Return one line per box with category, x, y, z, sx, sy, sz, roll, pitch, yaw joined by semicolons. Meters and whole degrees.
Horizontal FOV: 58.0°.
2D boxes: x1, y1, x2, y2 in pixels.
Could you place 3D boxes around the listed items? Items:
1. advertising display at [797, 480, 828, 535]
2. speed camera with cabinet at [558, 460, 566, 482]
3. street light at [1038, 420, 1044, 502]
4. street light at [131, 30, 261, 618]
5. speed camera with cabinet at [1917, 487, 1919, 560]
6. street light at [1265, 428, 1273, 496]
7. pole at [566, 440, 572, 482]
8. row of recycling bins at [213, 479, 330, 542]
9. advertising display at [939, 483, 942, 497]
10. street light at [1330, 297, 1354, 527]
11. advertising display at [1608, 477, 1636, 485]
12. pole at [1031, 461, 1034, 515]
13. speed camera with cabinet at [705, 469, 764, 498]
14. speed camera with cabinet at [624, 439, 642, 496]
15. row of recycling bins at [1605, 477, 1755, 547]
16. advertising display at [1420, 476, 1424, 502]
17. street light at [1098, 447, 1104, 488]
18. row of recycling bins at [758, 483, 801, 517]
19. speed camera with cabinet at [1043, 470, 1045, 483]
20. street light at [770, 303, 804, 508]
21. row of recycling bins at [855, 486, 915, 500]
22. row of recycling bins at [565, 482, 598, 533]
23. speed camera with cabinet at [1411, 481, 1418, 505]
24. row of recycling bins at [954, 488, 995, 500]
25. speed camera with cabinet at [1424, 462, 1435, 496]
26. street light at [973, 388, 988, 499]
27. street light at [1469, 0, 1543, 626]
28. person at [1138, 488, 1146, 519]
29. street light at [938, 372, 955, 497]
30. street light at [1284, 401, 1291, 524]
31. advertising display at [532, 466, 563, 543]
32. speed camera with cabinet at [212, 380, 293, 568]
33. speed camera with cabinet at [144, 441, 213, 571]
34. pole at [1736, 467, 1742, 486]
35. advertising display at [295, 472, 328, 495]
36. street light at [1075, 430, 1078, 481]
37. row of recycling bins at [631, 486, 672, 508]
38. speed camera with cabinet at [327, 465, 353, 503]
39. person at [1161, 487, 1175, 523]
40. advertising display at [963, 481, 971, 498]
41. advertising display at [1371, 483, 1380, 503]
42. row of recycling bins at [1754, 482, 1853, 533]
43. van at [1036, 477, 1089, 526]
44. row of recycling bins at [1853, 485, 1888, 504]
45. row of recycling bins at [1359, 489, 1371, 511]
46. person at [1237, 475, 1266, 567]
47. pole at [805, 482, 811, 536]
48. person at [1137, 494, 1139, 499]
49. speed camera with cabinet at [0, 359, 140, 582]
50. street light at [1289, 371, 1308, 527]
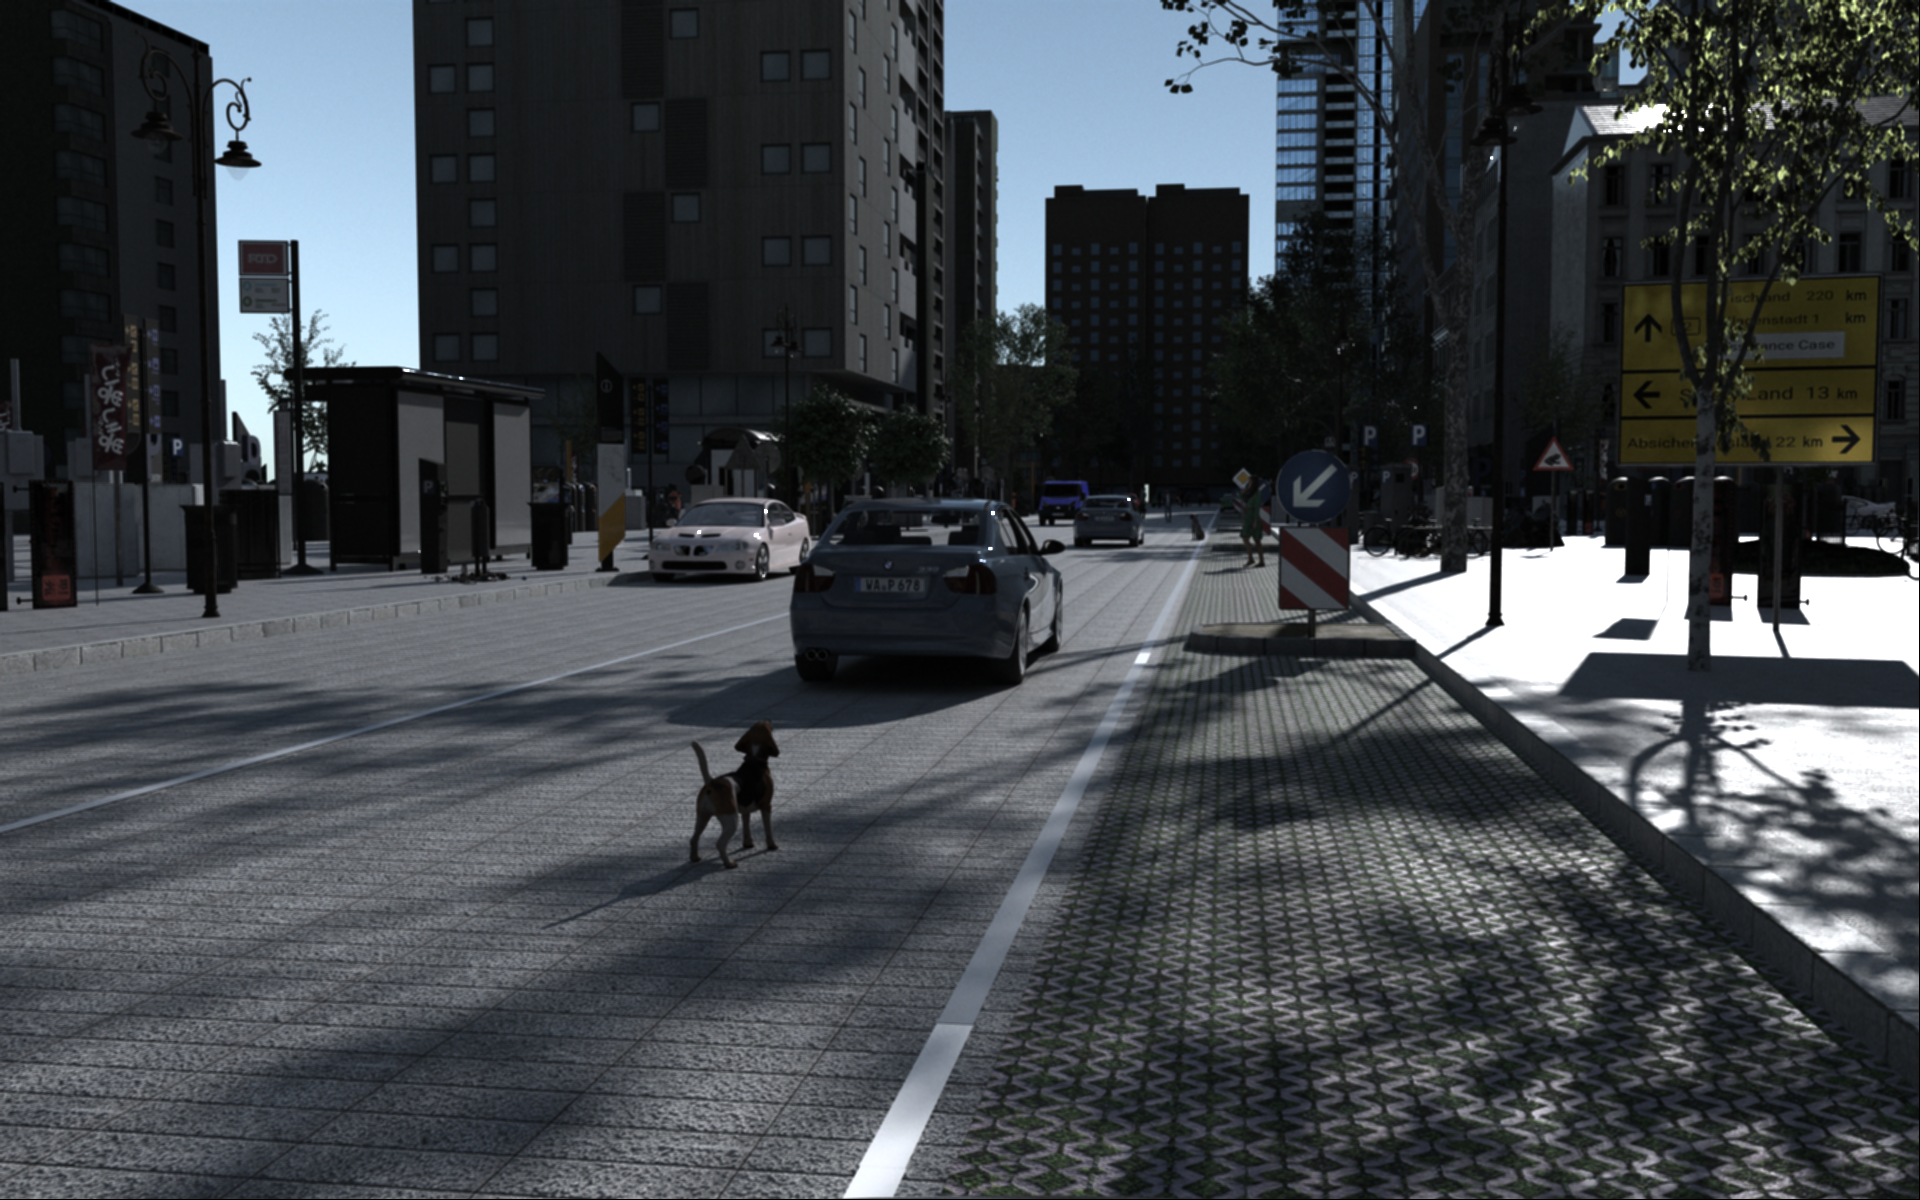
advertising display;-4.608;-2.986;54.032;0.974;1.923;0.123;-1;4;-9
speed camera with cabinet;-22.275;-6.421;99.323;2.038;3.252;0.660;0;4;-2
street light;4.643;-7.725;99.085;0.468;5.910;1.993;1;4;9
street light;-7.814;-2.759;17.897;0.468;5.910;1.993;1;4;9
speed camera with cabinet;18.957;-2.307;32.050;2.038;3.252;0.660;3;4;39
street light;17.805;-7.701;98.694;0.468;5.910;1.993;1;4;9
pole;-14.680;-4.357;65.073;0.158;3.312;0.155;0;3;0
row of recycling bins;-18.780;-2.415;46.592;3.534;1.692;1.069;-3;5;-42
advertising display;-0.935;-5.837;100.642;0.123;1.923;0.974;-2;4;-26
street light;8.939;-4.153;40.689;0.468;5.910;1.993;1;4;9
advertising display;24.337;-3.578;63.711;0.974;1.923;0.123;1;4;14
pole;4.536;-6.994;108.199;0.158;3.312;0.155;0;3;0
speed camera with cabinet;-7.954;-4.087;61.157;2.038;3.252;0.660;-2;4;-33
speed camera with cabinet;-12.195;-4.219;63.322;0.660;3.252;2.038;0;4;7
row of recycling bins;17.453;-2.165;42.504;1.069;1.692;3.534;-2;4;-34
advertising display;16.181;-3.396;60.736;0.123;1.923;0.974;1;4;16
street light;11.944;-10.677;147.348;0.468;5.910;1.993;1;4;9
row of recycling bins;-7.037;-3.570;65.489;3.534;1.692;1.069;2;4;30
speed camera with cabinet;6.674;-9.010;141.643;0.660;3.252;2.038;0;4;2
street light;-4.190;-4.238;42.072;0.468;5.910;1.993;1;4;9
row of recycling bins;-4.010;-5.192;92.006;3.534;1.692;1.069;2;4;25
row of recycling bins;-12.990;-3.175;59.020;1.069;1.692;3.534;1;4;11
speed camera with cabinet;31.965;-7.971;124.658;2.038;3.252;0.660;-2;4;-25
row of recycling bins;0.800;-7.218;125.128;3.534;1.692;1.069;0;4;6
speed camera with cabinet;30.008;-6.983;108.516;2.038;3.252;0.660;0;4;-3
street light;0.897;-6.268;75.269;0.468;5.910;1.993;1;4;9
street light;5.236;-2.690;16.775;0.468;5.910;1.993;1;4;9
person;10.401;-5.522;98.969;0.473;1.802;0.592;3;5;42
street light;-0.526;-5.695;65.900;0.468;5.910;1.993;1;4;9
street light;14.198;-6.243;74.857;0.468;5.910;1.993;1;4;9
advertising display;-9.478;-2.092;39.412;0.974;1.923;0.123;1;4;19
speed camera with cabinet;-12.745;-2.226;30.731;0.660;3.252;2.038;1;4;15
speed camera with cabinet;-13.713;-2.114;28.898;2.038;3.252;0.660;0;4;-4
pole;34.374;-5.052;76.449;0.158;3.312;0.155;0;3;0
advertising display;-18.867;-2.768;50.473;0.974;1.923;0.123;-2;4;-29
street light;8.284;-9.206;123.298;0.468;5.910;1.993;1;4;9
row of recycling bins;-16.620;-5.209;92.273;1.069;1.692;3.534;2;4;28
speed camera with cabinet;-18.712;-3.552;52.415;0.660;3.252;2.038;-1;4;-11
person;10.330;-4.729;86.173;0.623;1.781;0.721;-1;4;-14
advertising display;0.268;-4.289;75.333;0.123;1.923;0.974;-1;4;-17
advertising display;25.087;-6.077;104.578;0.123;1.923;0.974;3;5;39
row of recycling bins;27.468;-3.071;57.320;3.534;1.692;1.069;0;4;-7
van;4.825;-4.611;79.774;2.240;2.365;5.245;1;4;10
row of recycling bins;41.250;-4.395;78.977;3.534;1.692;1.069;-3;4;-38
row of recycling bins;30.977;-7.820;134.966;3.534;1.692;1.069;-3;5;-42
person;5.725;-1.526;33.692;0.529;1.795;0.600;-1;4;-15
pole;-4.626;-3.598;52.678;0.158;3.312;0.155;0;3;0
person;15.614;-8.573;151.920;0.557;1.426;1.065;-1;4;-9
speed camera with cabinet;-13.523;-1.939;26.044;0.660;3.252;2.038;3;5;39
street light;12.726;-5.627;64.782;0.468;5.910;1.993;1;4;9
